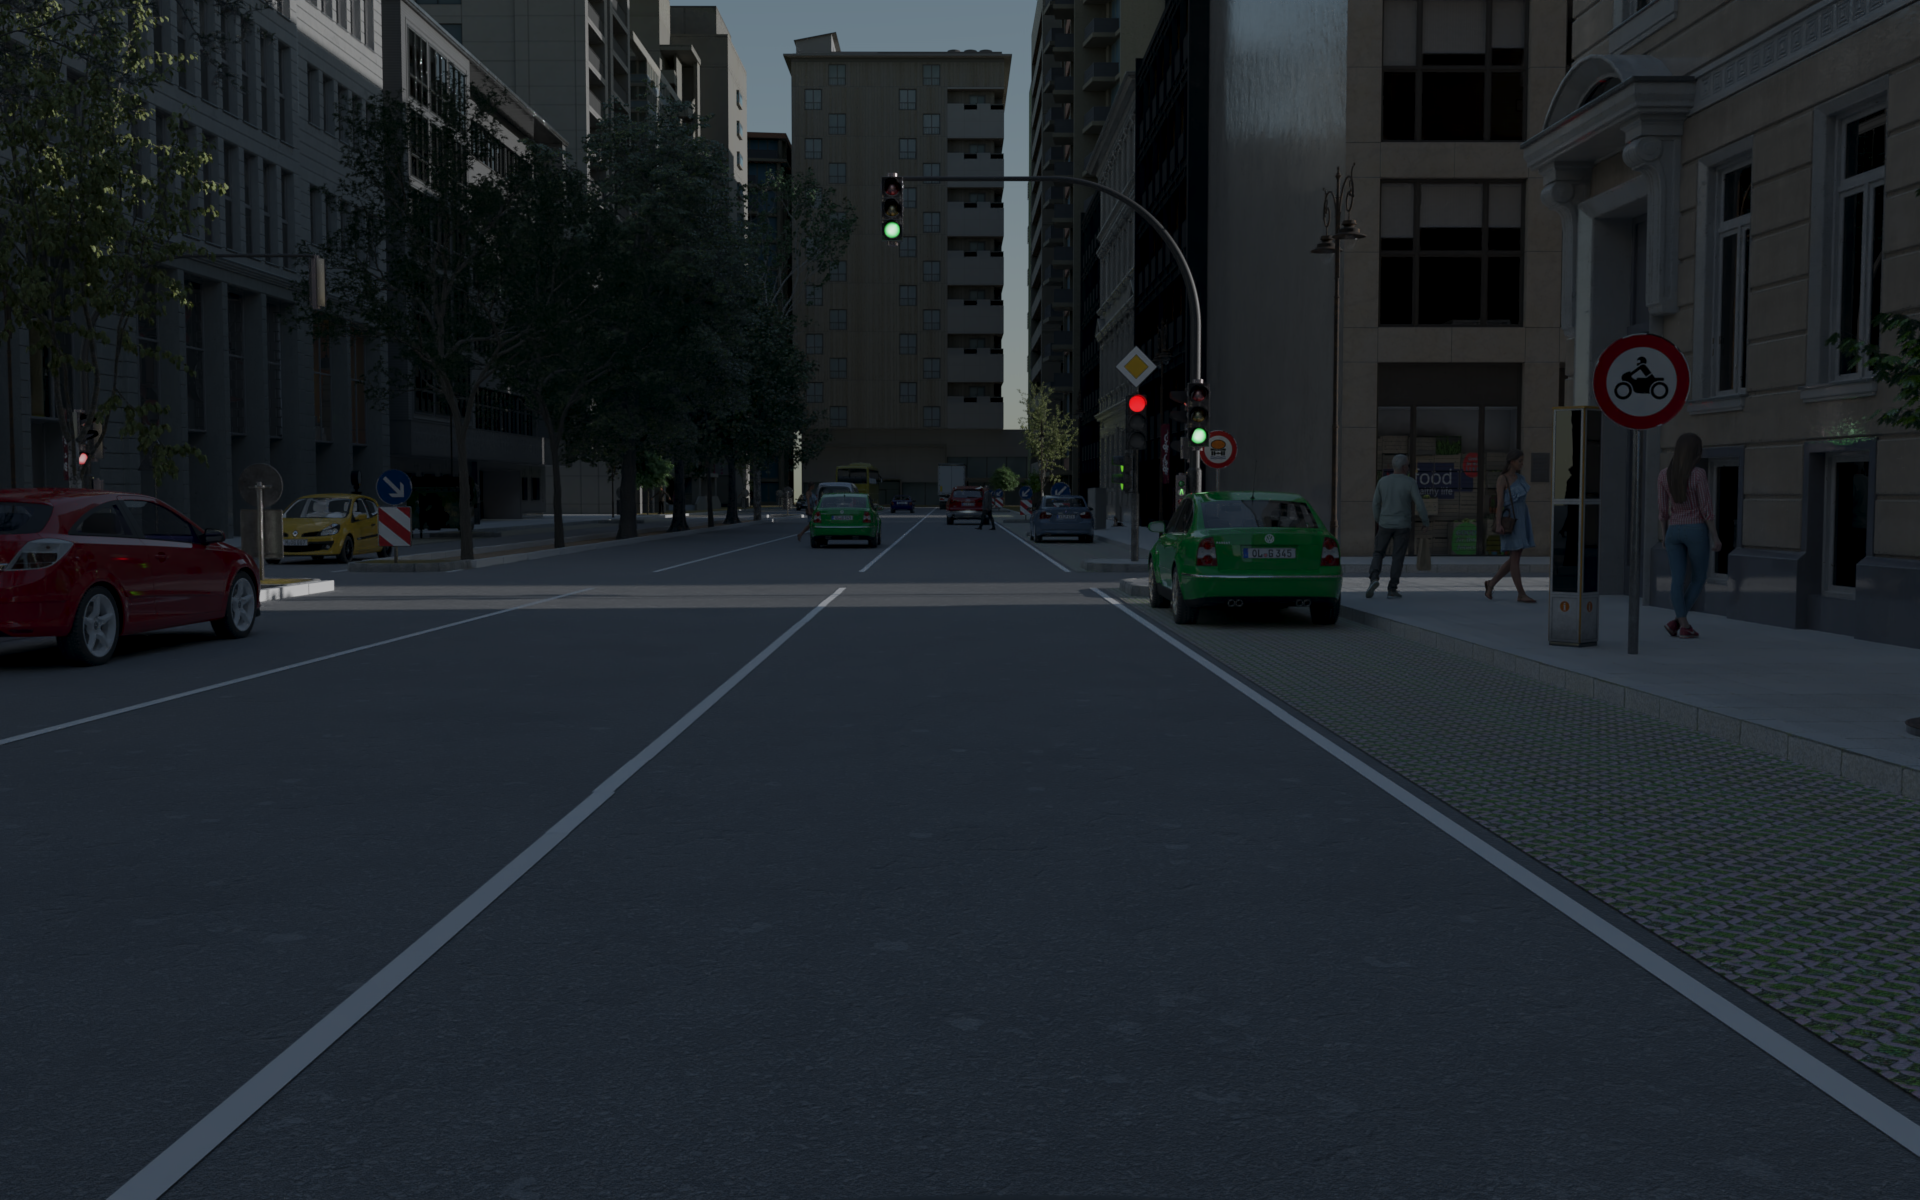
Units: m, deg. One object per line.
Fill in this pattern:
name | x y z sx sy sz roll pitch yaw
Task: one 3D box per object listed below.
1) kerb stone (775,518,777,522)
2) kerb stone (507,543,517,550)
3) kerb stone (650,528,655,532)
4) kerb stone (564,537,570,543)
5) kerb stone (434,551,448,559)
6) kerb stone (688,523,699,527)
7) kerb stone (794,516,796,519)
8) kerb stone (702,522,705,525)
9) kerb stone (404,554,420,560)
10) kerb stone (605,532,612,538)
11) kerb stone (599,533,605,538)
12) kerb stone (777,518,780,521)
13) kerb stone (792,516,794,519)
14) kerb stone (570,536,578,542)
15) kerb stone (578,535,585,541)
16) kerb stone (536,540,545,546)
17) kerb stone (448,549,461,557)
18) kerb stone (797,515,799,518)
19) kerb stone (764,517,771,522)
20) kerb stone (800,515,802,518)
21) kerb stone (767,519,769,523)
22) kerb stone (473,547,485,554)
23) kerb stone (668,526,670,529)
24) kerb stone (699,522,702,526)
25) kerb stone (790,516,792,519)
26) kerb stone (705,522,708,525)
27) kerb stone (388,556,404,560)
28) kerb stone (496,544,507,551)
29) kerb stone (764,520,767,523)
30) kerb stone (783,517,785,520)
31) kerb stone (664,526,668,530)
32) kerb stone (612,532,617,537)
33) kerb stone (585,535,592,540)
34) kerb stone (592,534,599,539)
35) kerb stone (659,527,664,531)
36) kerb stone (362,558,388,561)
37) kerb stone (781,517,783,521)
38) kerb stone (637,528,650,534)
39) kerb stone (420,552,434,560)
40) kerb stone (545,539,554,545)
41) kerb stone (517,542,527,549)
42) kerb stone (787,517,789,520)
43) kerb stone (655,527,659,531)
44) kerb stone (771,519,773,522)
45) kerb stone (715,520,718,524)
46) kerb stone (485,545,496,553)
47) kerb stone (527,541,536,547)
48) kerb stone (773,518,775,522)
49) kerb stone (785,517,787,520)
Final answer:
kerb stone | -9.672 -4.111 89.417 0.120 0.150 1.000 0 4 0
kerb stone | -11.575 -1.351 44.283 0.120 0.150 1.000 0 4 0
kerb stone | -11.662 -2.603 64.757 0.120 0.150 1.000 0 4 0
kerb stone | -11.602 -1.727 50.424 0.120 0.150 1.000 0 4 0
kerb stone | -11.542 -0.975 38.141 0.120 0.150 1.000 0 4 0
kerb stone | -11.715 -3.293 76.036 0.120 0.150 1.000 0 4 0
kerb stone | -9.716 -4.737 99.660 0.120 0.150 1.000 0 4 0
kerb stone | -11.728 -3.411 78.084 0.120 0.150 1.000 0 4 0
kerb stone | -11.529 -0.850 36.093 0.120 0.150 1.000 0 4 0
kerb stone | -11.623 -2.103 56.575 0.120 0.150 1.000 0 4 0
kerb stone | -11.625 -2.040 55.550 0.120 0.150 1.000 0 4 0
kerb stone | -9.667 -4.173 90.444 0.120 0.150 1.000 0 4 0
kerb stone | -9.713 -4.673 98.637 0.120 0.150 1.000 0 4 0
kerb stone | -11.601 -1.789 51.446 0.120 0.150 1.000 0 4 0
kerb stone | -11.596 -1.852 52.468 0.120 0.150 1.000 0 4 0
kerb stone | -11.587 -1.538 47.352 0.120 0.150 1.000 0 4 0
kerb stone | -11.544 -1.038 39.163 0.120 0.150 1.000 0 4 0
kerb stone | -9.724 -4.863 101.712 0.120 0.150 1.000 0 4 0
kerb stone | -9.658 -3.922 86.326 0.120 0.150 1.000 0 4 0
kerb stone | -9.739 -4.989 103.765 0.120 0.150 1.000 0 4 0
kerb stone | -9.650 -3.854 85.300 0.120 0.150 1.000 0 4 0
kerb stone | -11.559 -1.163 41.208 0.120 0.150 1.000 0 4 0
kerb stone | -11.679 -2.852 68.854 0.120 0.150 1.000 0 4 0
kerb stone | -11.722 -3.350 77.062 0.120 0.150 1.000 0 4 0
kerb stone | -9.707 -4.612 97.606 0.120 0.150 1.000 0 4 0
kerb stone | -11.716 -3.481 79.106 0.120 0.150 1.000 0 4 0
kerb stone | -11.532 -0.785 35.071 0.120 0.150 1.000 0 4 0
kerb stone | -11.573 -1.285 43.261 0.120 0.150 1.000 0 4 0
kerb stone | -9.650 -3.797 84.277 0.120 0.150 1.000 0 4 0
kerb stone | -9.691 -4.362 93.515 0.120 0.150 1.000 0 4 0
kerb stone | -11.681 -2.791 67.832 0.120 0.150 1.000 0 4 0
kerb stone | -11.626 -2.165 57.597 0.120 0.150 1.000 0 4 0
kerb stone | -11.619 -1.914 53.496 0.120 0.150 1.000 0 4 0
kerb stone | -11.623 -1.977 54.524 0.120 0.150 1.000 0 4 0
kerb stone | -11.670 -2.727 66.804 0.120 0.150 1.000 0 4 0
kerb stone | -11.527 -0.725 34.042 0.120 0.150 1.000 0 4 0
kerb stone | -9.685 -4.299 92.489 0.120 0.150 1.000 0 4 0
kerb stone | -11.656 -2.541 63.735 0.120 0.150 1.000 0 4 0
kerb stone | -11.542 -0.913 37.118 0.120 0.150 1.000 0 4 0
kerb stone | -11.585 -1.596 48.377 0.120 0.150 1.000 0 4 0
kerb stone | -11.582 -1.408 45.308 0.120 0.150 1.000 0 4 0
kerb stone | -9.697 -4.487 95.561 0.120 0.150 1.000 0 4 0
kerb stone | -11.667 -2.666 65.781 0.120 0.150 1.000 0 4 0
kerb stone | -9.663 -3.985 87.349 0.120 0.150 1.000 0 4 0
kerb stone | -11.743 -3.668 82.173 0.120 0.150 1.000 0 4 0
kerb stone | -11.570 -1.225 42.230 0.120 0.150 1.000 0 4 0
kerb stone | -11.580 -1.476 46.330 0.120 0.150 1.000 0 4 0
kerb stone | -9.671 -4.045 88.379 0.120 0.150 1.000 0 4 0
kerb stone | -9.688 -4.425 94.538 0.120 0.150 1.000 0 4 0
